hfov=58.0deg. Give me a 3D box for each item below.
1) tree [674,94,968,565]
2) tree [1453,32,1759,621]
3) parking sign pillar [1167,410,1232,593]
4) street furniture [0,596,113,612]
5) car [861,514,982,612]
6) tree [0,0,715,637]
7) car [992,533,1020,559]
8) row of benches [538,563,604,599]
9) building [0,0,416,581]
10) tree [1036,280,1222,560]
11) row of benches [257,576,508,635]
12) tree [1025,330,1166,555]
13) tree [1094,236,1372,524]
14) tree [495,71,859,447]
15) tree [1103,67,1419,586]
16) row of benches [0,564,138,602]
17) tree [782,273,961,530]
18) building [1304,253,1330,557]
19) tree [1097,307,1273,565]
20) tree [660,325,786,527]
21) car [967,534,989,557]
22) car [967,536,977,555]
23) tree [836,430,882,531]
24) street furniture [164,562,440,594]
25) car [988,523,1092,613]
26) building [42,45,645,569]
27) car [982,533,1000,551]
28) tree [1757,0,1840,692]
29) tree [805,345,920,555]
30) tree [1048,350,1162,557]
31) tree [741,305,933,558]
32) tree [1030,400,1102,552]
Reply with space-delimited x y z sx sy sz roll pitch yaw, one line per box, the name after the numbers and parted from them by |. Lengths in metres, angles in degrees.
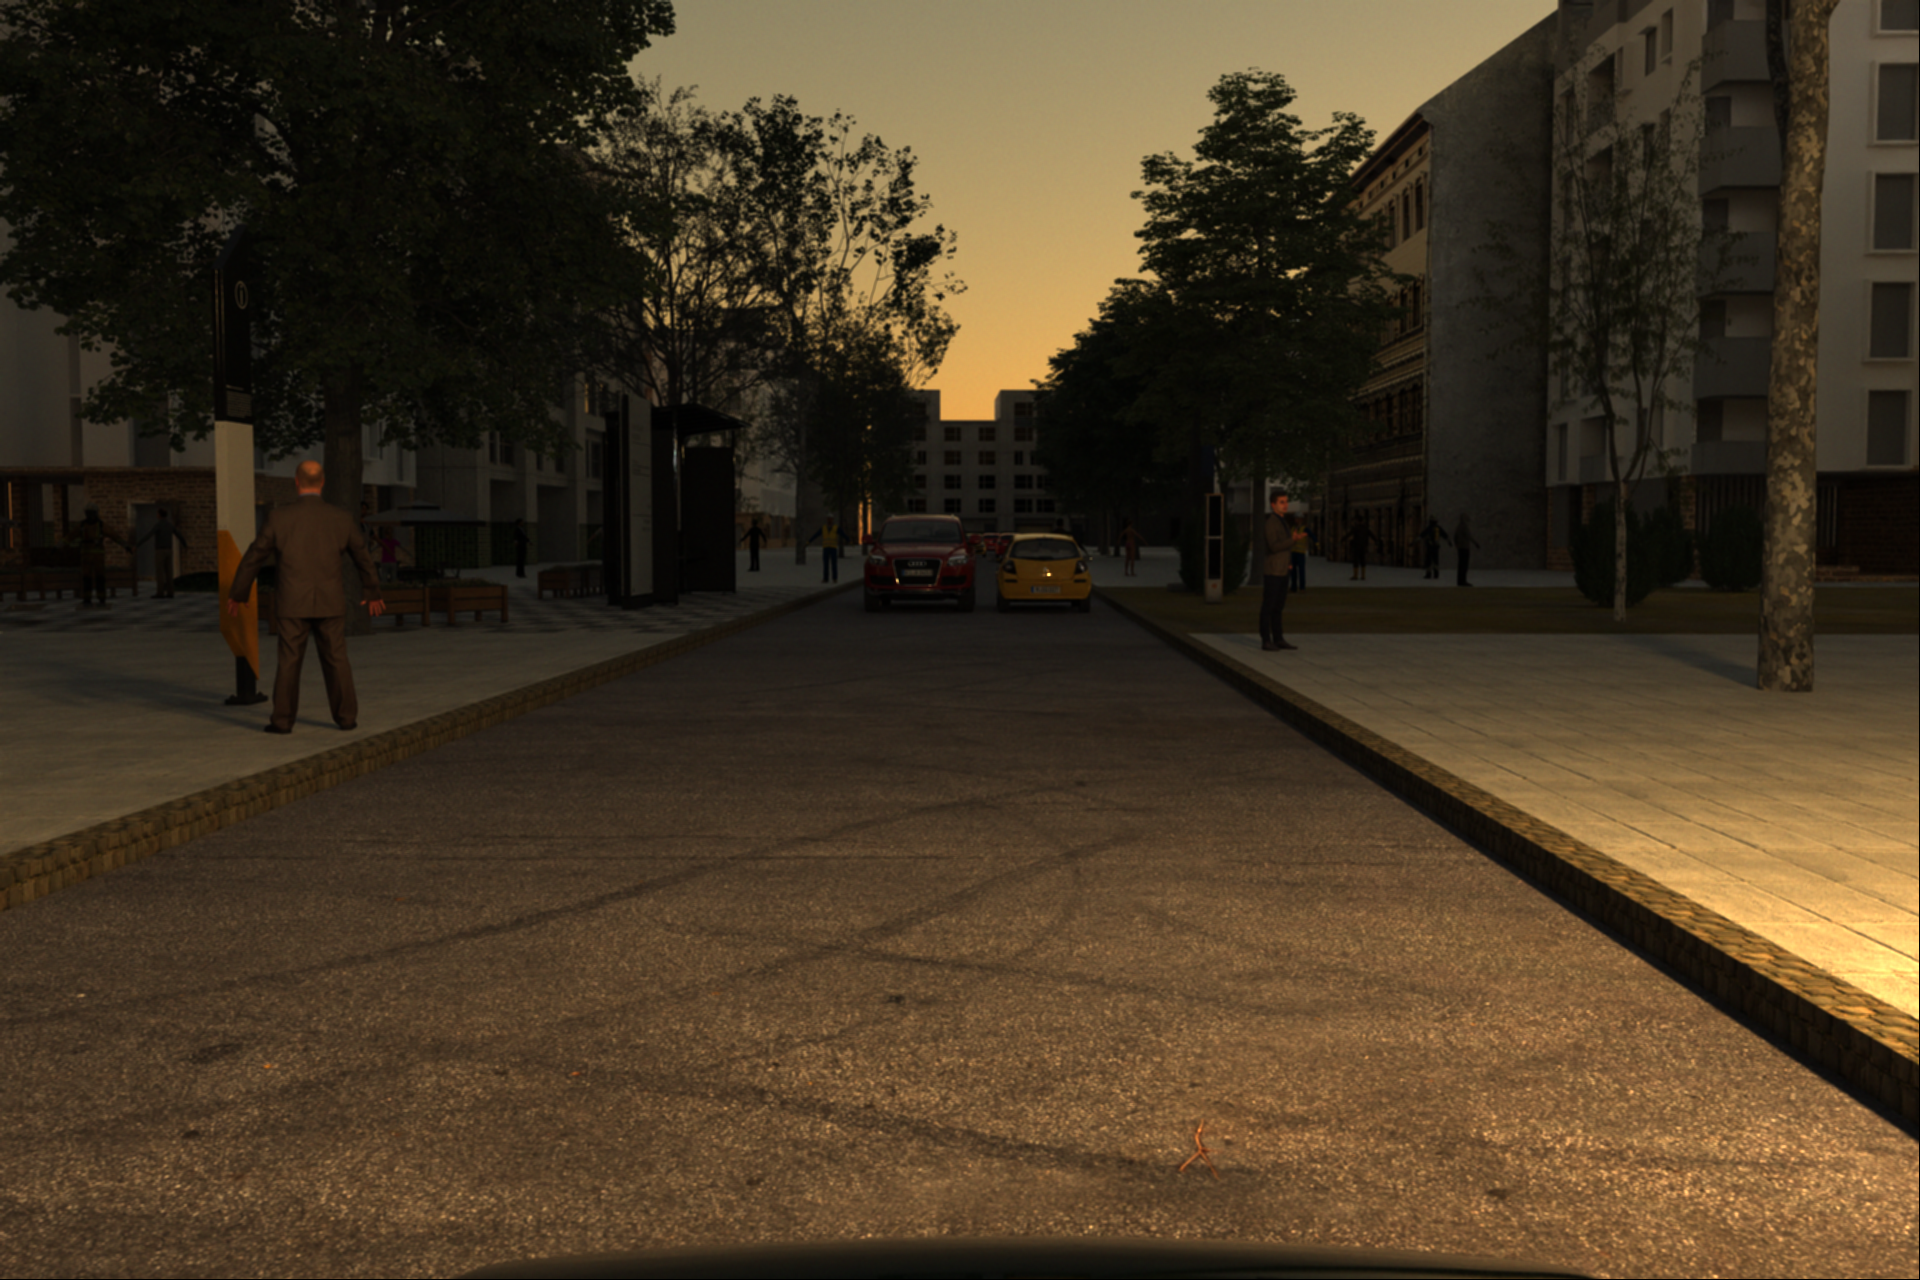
-6.085 -13.294 73.251 12.611 20.169 13.585 0 3 0 | tree
9.956 -4.597 25.517 4.360 8.622 3.978 0 3 0 | tree
5.316 -3.051 38.359 1.447 3.967 1.447 0 4 2 | parking sign pillar
-18.765 -1.161 25.832 11.010 1.723 9.812 -2 4 -25 | street furniture
-0.719 -1.520 33.533 2.281 1.827 5.304 0 4 1 | car
-7.804 -7.033 21.640 9.857 13.997 8.962 0 3 0 | tree
2.900 -5.467 98.433 2.155 1.783 4.494 0 4 1 | car
-7.864 -1.249 35.885 1.422 0.672 4.104 0 4 4 | row of benches
-24.586 -11.748 48.497 16.016 20.090 11.380 0 4 1 | building
8.450 -10.892 84.747 9.857 13.997 8.962 0 3 0 | tree
-7.857 -0.510 23.801 1.422 0.672 4.104 2 4 33 | row of benches
8.814 -12.189 105.938 9.857 13.997 8.962 0 3 0 | tree
8.196 -7.232 52.648 8.767 10.594 7.601 1 4 8 | tree
-7.545 -8.314 46.304 12.009 13.543 11.850 0 3 0 | tree
7.438 -7.657 43.323 7.486 12.596 7.792 0 3 0 | tree
-17.744 -1.129 33.916 1.422 0.672 4.104 1 4 17 | row of benches
-6.647 -16.532 126.184 12.611 20.169 13.585 0 3 0 | tree
29.455 -15.912 91.086 19.493 23.208 18.063 0 4 1 | building
9.142 -8.196 68.415 7.601 10.594 8.767 -3 5 -41 | tree
-7.720 -6.486 56.403 4.360 8.622 3.978 0 3 0 | tree
0.795 -5.988 108.130 2.015 1.641 3.980 0 4 1 | car
-0.108 -4.610 87.951 1.945 1.354 3.894 0 4 1 | car
-6.089 -10.040 114.508 4.360 8.622 3.978 0 3 0 | tree
-15.806 -1.620 42.111 5.734 0.657 10.072 0 4 -8 | street furniture
1.550 -1.391 32.968 2.015 1.641 3.980 0 4 0 | car
-25.804 -12.988 78.806 16.747 18.905 31.486 0 4 1 | building
2.238 -6.938 122.480 2.155 1.783 4.494 0 4 1 | car
8.122 -9.609 12.990 12.611 20.169 13.585 0 3 0 | tree
-6.114 -11.346 103.632 7.486 12.596 7.792 0 3 0 | tree
8.758 -10.430 96.287 9.928 11.665 9.643 0 3 0 | tree
-6.259 -11.110 92.026 12.009 13.543 11.850 0 3 0 | tree
9.812 -12.944 122.006 12.009 13.543 11.850 0 3 0 | tree
